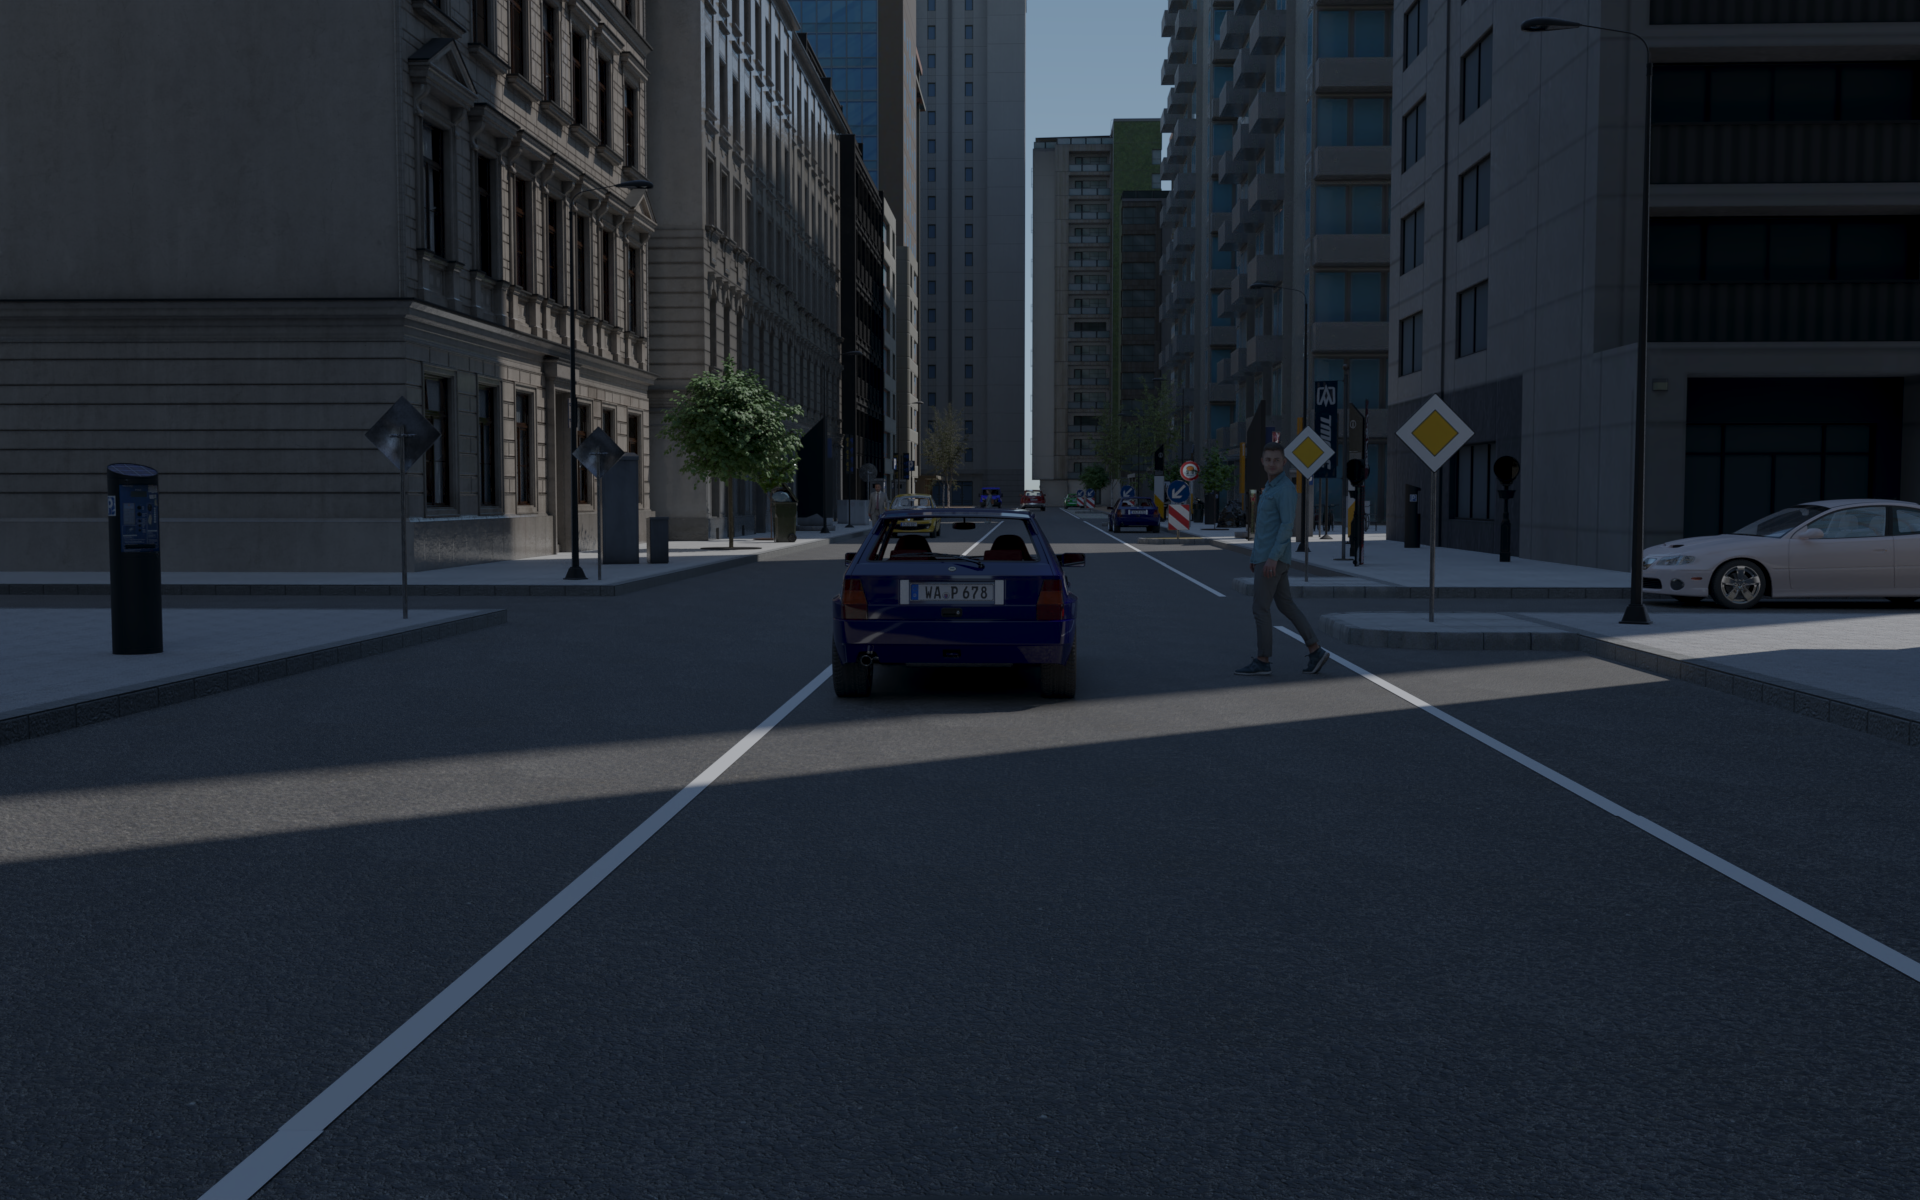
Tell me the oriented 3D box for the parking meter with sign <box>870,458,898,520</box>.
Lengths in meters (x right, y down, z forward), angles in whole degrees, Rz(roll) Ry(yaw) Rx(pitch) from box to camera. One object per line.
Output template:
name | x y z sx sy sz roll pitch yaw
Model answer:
parking meter with sign | -4.007 -5.378 84.199 1.738 3.016 0.543 1 4 9

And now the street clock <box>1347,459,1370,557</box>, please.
street clock | 8.130 -1.892 35.509 0.471 2.002 0.358 3 5 41

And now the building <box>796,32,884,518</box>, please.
building | -10.861 -16.030 91.771 12.332 23.373 15.834 0 4 2

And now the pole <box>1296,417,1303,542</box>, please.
pole | 9.067 -3.198 46.132 0.158 3.312 0.155 0 3 0

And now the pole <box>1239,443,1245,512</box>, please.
pole | 11.173 -4.572 68.593 0.158 3.312 0.155 0 3 0

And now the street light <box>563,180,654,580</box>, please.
street light | -5.232 -3.258 25.802 1.470 5.913 1.316 0 4 2

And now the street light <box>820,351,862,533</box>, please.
street light | -3.877 -5.133 56.459 1.470 5.913 1.316 0 4 2

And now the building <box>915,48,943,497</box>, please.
building | -16.457 -31.156 164.020 28.867 44.769 22.147 0 4 2

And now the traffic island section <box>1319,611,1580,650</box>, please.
traffic island section | 4.749 0.300 17.384 2.009 0.180 2.903 0 4 2

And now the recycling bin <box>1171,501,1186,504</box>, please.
recycling bin | 12.465 -5.297 99.167 0.722 1.027 0.722 -2 4 -31

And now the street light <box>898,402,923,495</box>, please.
street light | -2.541 -7.008 87.118 1.470 5.913 1.316 0 4 2

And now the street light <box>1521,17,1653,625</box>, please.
street light | 6.163 -2.721 17.026 1.470 5.913 1.316 0 4 2

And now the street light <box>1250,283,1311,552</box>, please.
street light | 7.081 -4.022 38.306 1.470 5.913 1.316 0 4 2

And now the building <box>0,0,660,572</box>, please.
building | -13.250 -10.544 37.025 10.561 19.102 19.286 0 4 2

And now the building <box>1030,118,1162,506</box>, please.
building | 14.889 -31.093 191.962 14.086 41.232 14.154 0 4 2

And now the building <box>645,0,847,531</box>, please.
building | -10.656 -13.752 74.003 9.793 20.994 18.267 0 4 2

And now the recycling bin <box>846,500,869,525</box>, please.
recycling bin | -4.145 -3.588 71.210 0.722 1.027 0.722 1 4 10

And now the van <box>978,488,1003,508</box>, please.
van | 2.854 -9.465 159.131 2.240 2.365 5.245 0 4 2

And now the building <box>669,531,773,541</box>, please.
building | -11.163 -12.634 55.712 9.793 20.994 18.267 0 4 2

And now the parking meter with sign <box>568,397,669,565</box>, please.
parking meter with sign | -6.240 -2.168 31.713 1.738 3.016 0.543 -1 4 -22

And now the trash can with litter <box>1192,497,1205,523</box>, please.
trash can with litter | 10.873 -4.024 77.183 1.055 1.170 0.624 1 4 11

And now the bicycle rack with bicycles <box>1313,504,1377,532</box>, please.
bicycle rack with bicycles | 13.119 -2.833 59.696 2.852 0.926 2.925 2 4 26

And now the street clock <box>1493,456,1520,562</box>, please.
street clock | 10.311 -1.721 32.705 0.471 2.002 0.358 1 4 22

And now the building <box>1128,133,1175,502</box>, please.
building | 30.796 -27.843 147.116 32.217 40.220 23.993 0 4 2

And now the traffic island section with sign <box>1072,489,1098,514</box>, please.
traffic island section with sign | 9.463 -7.271 127.504 1.989 1.847 2.006 0 4 2

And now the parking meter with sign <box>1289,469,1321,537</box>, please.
parking meter with sign | 10.271 -3.411 52.037 0.543 3.016 1.738 -2 4 -29

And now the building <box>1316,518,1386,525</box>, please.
building | 24.316 -28.282 82.016 23.786 49.044 30.456 0 4 2

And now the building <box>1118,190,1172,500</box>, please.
building | 22.219 -24.166 166.810 14.160 30.474 14.107 0 4 2

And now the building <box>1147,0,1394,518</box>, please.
building | 25.575 -30.597 119.870 23.786 49.044 30.456 0 4 2

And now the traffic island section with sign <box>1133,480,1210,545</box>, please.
traffic island section with sign | 6.161 -2.541 50.174 1.989 1.847 2.006 0 4 2

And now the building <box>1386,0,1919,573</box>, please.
building | 21.647 -36.541 35.697 20.611 71.187 20.563 0 4 2

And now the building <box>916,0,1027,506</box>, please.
building | -6.643 -39.995 195.915 28.212 58.520 21.231 0 4 2

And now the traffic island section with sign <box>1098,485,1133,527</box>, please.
traffic island section with sign | 7.310 -4.188 77.105 1.989 1.847 2.006 0 4 2

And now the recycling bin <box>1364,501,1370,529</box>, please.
recycling bin | 14.691 -3.132 63.763 0.722 1.027 0.722 1 4 19

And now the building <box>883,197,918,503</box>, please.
building | -17.601 -16.574 116.032 27.650 21.520 28.899 0 4 2

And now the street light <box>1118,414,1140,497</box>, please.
street light | 9.798 -7.804 100.134 1.470 5.913 1.316 0 4 2

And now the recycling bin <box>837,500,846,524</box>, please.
recycling bin | -4.823 -3.817 74.959 0.722 1.027 0.722 3 5 44

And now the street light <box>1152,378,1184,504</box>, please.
street light | 8.394 -5.929 69.479 1.470 5.913 1.316 0 4 2

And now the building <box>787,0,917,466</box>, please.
building | -10.807 -29.751 136.545 14.600 45.320 14.200 0 4 2

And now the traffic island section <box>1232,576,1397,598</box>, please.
traffic island section | 5.090 -0.188 25.362 2.009 0.180 2.903 0 4 2

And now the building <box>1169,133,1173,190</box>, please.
building | 36.551 -33.097 195.756 28.867 44.769 22.147 0 4 2

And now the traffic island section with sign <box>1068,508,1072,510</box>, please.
traffic island section with sign | 10.604 -8.918 154.435 1.989 1.847 2.006 0 4 2

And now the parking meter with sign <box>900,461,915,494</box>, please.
parking meter with sign | -3.201 -5.713 89.668 1.738 3.016 0.543 -2 4 -35
